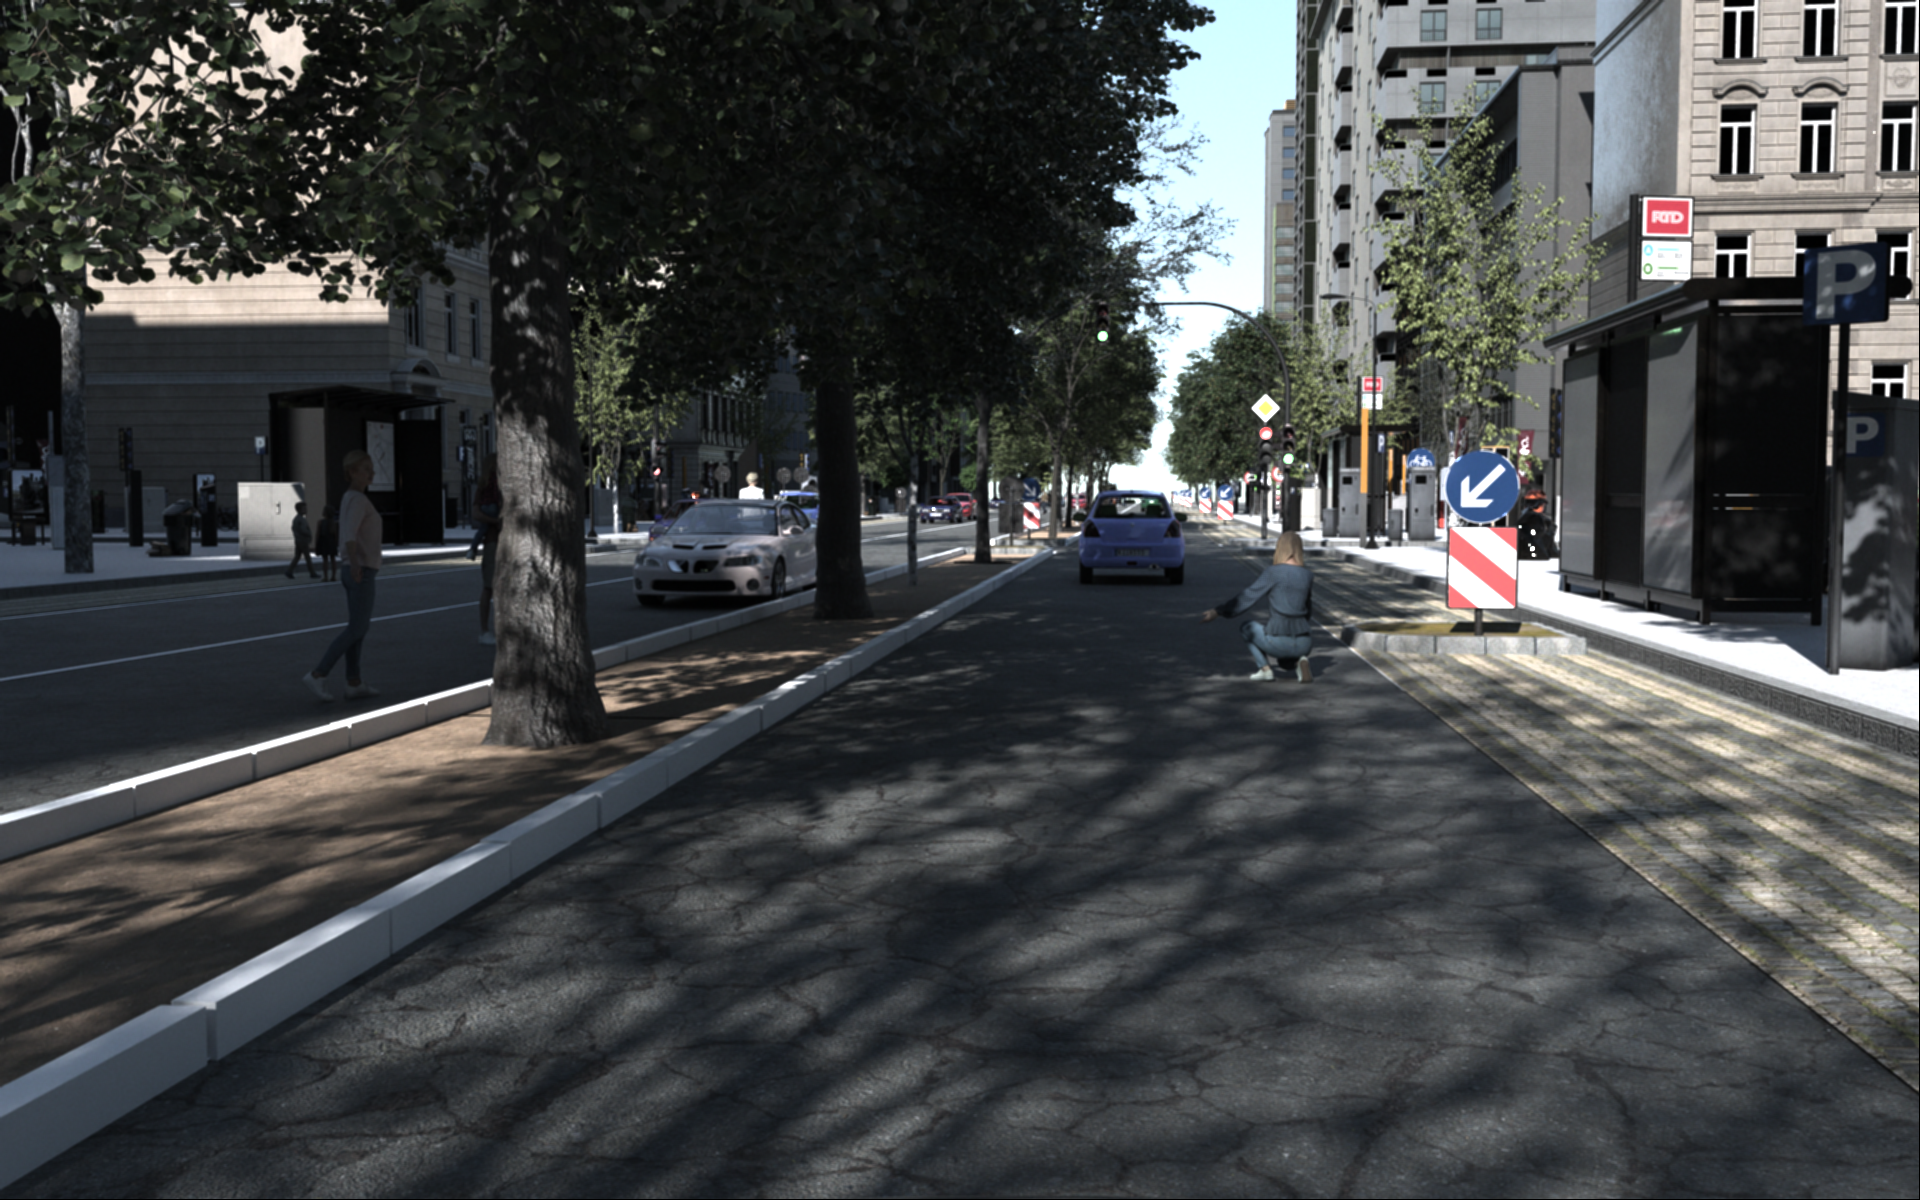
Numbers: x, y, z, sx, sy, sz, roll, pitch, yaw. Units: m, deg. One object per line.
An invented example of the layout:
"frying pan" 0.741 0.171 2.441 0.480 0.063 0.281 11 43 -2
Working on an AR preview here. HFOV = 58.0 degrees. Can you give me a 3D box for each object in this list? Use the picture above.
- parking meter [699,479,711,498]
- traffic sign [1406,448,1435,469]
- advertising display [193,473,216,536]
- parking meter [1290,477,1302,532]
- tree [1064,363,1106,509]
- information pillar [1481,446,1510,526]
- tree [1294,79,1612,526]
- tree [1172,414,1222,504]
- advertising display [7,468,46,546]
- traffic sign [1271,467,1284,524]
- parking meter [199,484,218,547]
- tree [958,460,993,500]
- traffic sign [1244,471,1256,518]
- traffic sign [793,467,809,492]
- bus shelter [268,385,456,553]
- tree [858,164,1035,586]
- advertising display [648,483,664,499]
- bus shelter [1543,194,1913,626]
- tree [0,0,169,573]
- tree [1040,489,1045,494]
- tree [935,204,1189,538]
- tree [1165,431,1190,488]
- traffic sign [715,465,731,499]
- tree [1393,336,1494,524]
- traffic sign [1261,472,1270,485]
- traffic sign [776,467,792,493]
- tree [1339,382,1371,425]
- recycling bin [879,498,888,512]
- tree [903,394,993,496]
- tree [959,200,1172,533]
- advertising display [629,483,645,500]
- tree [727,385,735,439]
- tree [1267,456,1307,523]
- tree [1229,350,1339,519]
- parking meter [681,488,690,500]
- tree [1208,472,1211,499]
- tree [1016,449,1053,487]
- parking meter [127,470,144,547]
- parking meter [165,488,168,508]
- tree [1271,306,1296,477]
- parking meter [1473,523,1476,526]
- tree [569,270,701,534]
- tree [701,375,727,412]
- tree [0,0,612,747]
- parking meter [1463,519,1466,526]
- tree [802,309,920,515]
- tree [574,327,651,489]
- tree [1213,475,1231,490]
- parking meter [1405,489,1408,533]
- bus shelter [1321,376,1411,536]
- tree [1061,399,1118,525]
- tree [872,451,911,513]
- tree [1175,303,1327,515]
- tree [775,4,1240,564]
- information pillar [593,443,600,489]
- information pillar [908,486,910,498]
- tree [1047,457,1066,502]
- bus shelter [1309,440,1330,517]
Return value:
"parking meter" -9.975 -3.796 67.768 0.399 1.863 0.255 -3 4 -37
"traffic sign" 12.740 -2.927 47.971 0.768 2.556 0.104 0 4 8
"advertising display" -23.008 -2.910 52.785 0.123 1.923 0.974 1 4 11
"parking meter" 11.318 -3.229 58.510 0.255 1.863 0.399 -3 4 -38
"tree" 5.220 -8.055 84.520 4.737 8.622 4.395 0 3 0
"information pillar" 8.227 -1.357 26.674 0.304 2.012 0.304 -1 4 -23
"tree" 9.079 -4.941 31.148 4.737 8.622 4.395 0 3 0
"tree" 29.561 -18.295 217.245 7.486 12.596 7.792 0 3 0
"advertising display" -23.284 -2.325 43.229 0.123 1.923 0.974 1 4 22
"traffic sign" 13.839 -4.573 74.880 0.768 2.556 0.104 1 4 13
"parking meter" -18.426 -2.083 42.468 0.372 1.533 0.369 0 3 0
"tree" 1.480 -11.195 166.747 4.285 4.588 4.351 0 3 0
"traffic sign" 15.845 -5.763 94.333 0.768 2.556 0.104 1 4 15
"traffic sign" -7.403 -4.924 80.615 0.768 2.556 0.104 0 4 8
"bus shelter" -13.803 -3.007 40.447 1.731 3.624 6.357 0 4 7
"tree" -0.756 -4.533 26.942 4.737 8.622 4.395 0 3 0
"advertising display" -17.876 -5.912 101.870 0.974 1.923 0.123 -1 4 -11
"bus shelter" 8.533 -2.652 20.996 2.179 5.291 8.768 0 4 6
"tree" -13.544 -10.579 28.859 12.611 20.169 13.585 0 3 0
"tree" 11.958 -16.139 258.470 1.663 3.219 1.824 0 3 0
"tree" 2.952 -7.272 55.763 8.767 10.594 7.601 0 4 6
"tree" 33.175 -19.794 249.380 9.928 11.665 9.643 0 3 0
"traffic sign" -10.503 -4.677 76.582 0.768 2.556 0.104 1 4 14
"tree" 20.930 -7.636 75.217 4.360 8.622 3.978 0 3 0
"traffic sign" 14.087 -4.778 80.253 0.606 2.300 0.079 1 4 11
"traffic sign" -8.441 -5.066 82.940 0.768 2.556 0.104 1 4 15
"tree" 25.248 -9.884 111.965 4.360 8.622 3.978 0 3 0
"recycling bin" -5.544 -6.713 122.316 0.722 1.027 0.722 3 5 43
"tree" -1.311 -13.034 138.867 9.928 11.665 9.643 0 3 0
"tree" 3.673 -8.729 63.299 7.486 12.596 7.792 0 3 0
"advertising display" -18.965 -5.912 101.870 0.974 1.923 0.123 1 4 12
"tree" -11.403 -9.099 99.129 4.737 8.622 4.395 0 3 0
"tree" 14.428 -4.990 76.188 1.663 3.219 1.824 0 3 0
"tree" 15.995 -8.402 87.742 4.360 8.622 3.978 0 3 0
"parking meter" -11.861 -4.070 74.957 0.372 1.533 0.369 0 3 0
"tree" 25.923 -15.088 181.096 7.601 10.594 8.767 2 4 27
"tree" 9.630 -19.955 243.278 9.611 12.733 9.660 0 3 0
"parking meter" -20.175 -2.242 42.372 0.255 1.863 0.399 -3 4 -38
"parking meter" -38.910 -4.640 84.283 0.372 1.533 0.369 0 3 0
"tree" 13.466 -6.990 64.652 4.737 8.622 4.395 0 3 0
"parking meter" 8.544 -1.210 28.199 0.372 1.533 0.369 0 3 0
"tree" -11.410 -6.461 55.995 4.737 8.622 4.395 0 3 0
"tree" -10.751 -6.784 61.285 4.737 8.622 4.395 0 3 0
"tree" -2.384 -6.142 9.532 9.857 13.997 8.962 0 3 0
"parking meter" 15.830 -2.949 53.932 0.255 1.863 0.399 1 4 20
"tree" -5.973 -11.503 106.201 7.486 12.596 7.792 0 3 0
"tree" -15.653 -7.737 76.865 4.360 8.622 3.978 0 3 0
"tree" 21.512 -8.896 140.043 1.663 3.219 1.824 0 3 0
"parking meter" 15.026 -3.010 57.631 0.372 1.533 0.369 0 3 0
"bus shelter" 13.031 -4.829 56.589 2.179 5.291 8.768 0 4 6
"tree" 5.367 -7.711 78.891 4.360 8.622 3.978 0 3 0
"tree" -4.408 -8.190 117.620 4.285 4.588 4.351 0 3 0
"tree" 17.829 -11.458 104.345 9.611 12.733 9.660 0 3 0
"tree" 0.453 -7.495 35.373 12.009 13.543 11.850 0 3 0
"information pillar" -15.123 -4.943 72.177 0.183 3.616 0.504 1 4 14
"information pillar" -3.477 -7.955 121.424 0.183 3.616 0.504 2 4 30
"tree" 13.859 -21.389 275.471 9.928 11.665 9.643 0 3 0
"bus shelter" 16.571 -5.243 77.006 1.731 3.624 6.357 0 4 6
